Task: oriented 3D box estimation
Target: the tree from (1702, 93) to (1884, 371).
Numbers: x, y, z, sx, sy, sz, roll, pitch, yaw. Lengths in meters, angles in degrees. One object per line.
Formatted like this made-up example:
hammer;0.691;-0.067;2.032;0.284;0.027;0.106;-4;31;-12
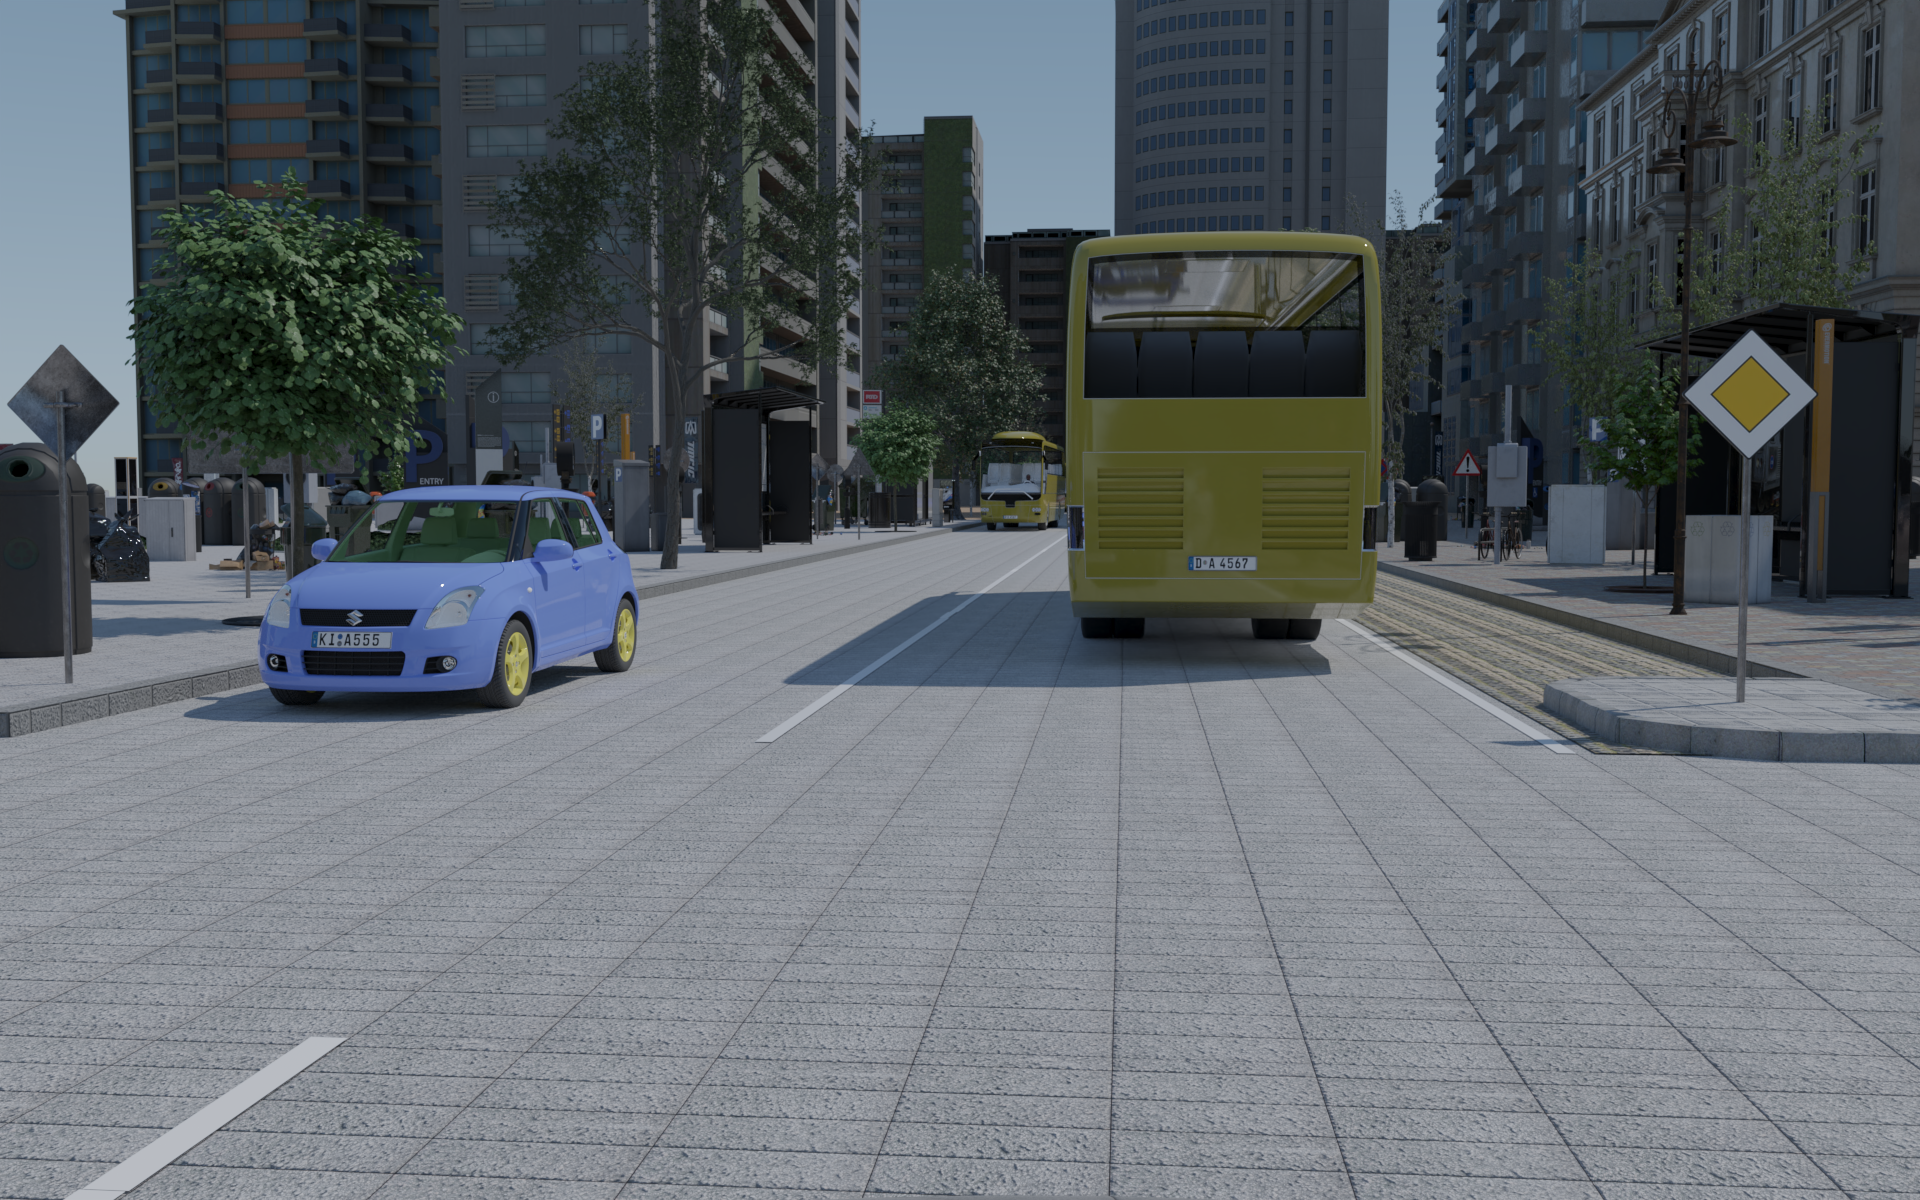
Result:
tree;15.257;-5.035;32.687;4.737;8.622;4.395;0;3;0

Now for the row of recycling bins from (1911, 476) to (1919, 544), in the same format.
row of recycling bins;21.954;-2.062;40.822;3.534;1.692;1.069;3;4;38

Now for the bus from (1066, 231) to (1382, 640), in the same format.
bus;2.614;-1.737;19.954;2.896;3.916;12.252;0;4;5

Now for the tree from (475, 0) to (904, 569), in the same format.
tree;-4.654;-5.798;29.218;7.601;10.594;8.767;1;4;14

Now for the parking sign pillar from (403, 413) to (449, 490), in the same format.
parking sign pillar;-16.227;-3.924;52.637;1.447;3.967;1.447;-1;4;-16

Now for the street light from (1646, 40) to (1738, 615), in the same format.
street light;7.656;-2.783;18.284;0.468;5.910;1.993;0;4;5

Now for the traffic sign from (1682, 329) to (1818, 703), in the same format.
traffic sign;4.808;-0.426;10.612;0.795;2.450;0.064;0;4;5

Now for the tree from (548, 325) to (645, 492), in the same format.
tree;-15.936;-7.618;74.913;4.360;8.622;3.978;0;3;0

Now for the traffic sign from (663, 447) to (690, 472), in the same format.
traffic sign;-7.569;-2.817;46.159;0.768;2.556;0.104;1;4;13

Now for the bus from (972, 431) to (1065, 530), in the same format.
bus;2.670;-4.890;71.504;2.896;3.916;12.252;0;4;7

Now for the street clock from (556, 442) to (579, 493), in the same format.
street clock;-5.465;-1.192;24.055;0.358;2.002;0.471;-1;4;-9

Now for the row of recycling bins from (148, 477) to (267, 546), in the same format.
row of recycling bins;-18.982;-2.237;43.695;3.534;1.692;1.069;1;4;21

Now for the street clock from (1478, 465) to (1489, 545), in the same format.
street clock;13.074;-2.359;43.139;0.358;2.002;0.471;1;4;11

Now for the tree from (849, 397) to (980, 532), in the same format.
tree;-2.114;-4.583;58.647;4.285;4.588;4.351;0;3;0

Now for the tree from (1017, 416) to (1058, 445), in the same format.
tree;6.683;-12.456;154.025;4.360;8.622;3.978;0;3;0

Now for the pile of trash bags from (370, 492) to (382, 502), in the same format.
pile of trash bags;-23.201;-3.875;73.115;3.447;1.369;1.912;-2;4;-24

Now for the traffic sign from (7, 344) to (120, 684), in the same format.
traffic sign;-6.034;-0.491;11.673;0.795;2.450;0.064;0;4;5

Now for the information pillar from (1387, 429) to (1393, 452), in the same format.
information pillar;15.071;-4.246;60.777;0.183;3.616;0.504;0;3;0

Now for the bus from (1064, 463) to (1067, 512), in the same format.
bus;9.191;-8.947;137.828;2.896;3.916;12.252;0;4;5

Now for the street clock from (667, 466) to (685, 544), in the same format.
street clock;-7.236;-2.421;44.147;0.358;2.002;0.471;-3;5;-43

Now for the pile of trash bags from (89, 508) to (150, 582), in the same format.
pile of trash bags;-13.667;-0.932;24.990;3.447;1.369;1.912;-3;4;-38

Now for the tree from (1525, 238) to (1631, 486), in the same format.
tree;18.747;-6.141;50.762;4.737;8.622;4.395;0;3;0

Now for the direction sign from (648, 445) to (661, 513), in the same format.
direction sign;-14.090;-5.380;79.966;0.876;3.537;0.379;3;5;43

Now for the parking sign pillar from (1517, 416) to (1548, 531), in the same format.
parking sign pillar;19.852;-4.395;60.333;1.447;3.967;1.447;3;5;43

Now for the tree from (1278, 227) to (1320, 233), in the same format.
tree;14.112;-9.520;73.783;7.486;12.596;7.792;0;3;0

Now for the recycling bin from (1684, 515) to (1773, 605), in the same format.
recycling bin;9.061;-0.482;20.428;0.722;1.027;0.722;-3;4;-36

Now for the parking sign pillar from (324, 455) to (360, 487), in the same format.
parking sign pillar;-24.224;-4.855;67.856;1.447;3.967;1.447;-2;4;-27

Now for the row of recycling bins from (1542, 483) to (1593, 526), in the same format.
row of recycling bins;22.174;-3.522;64.694;3.534;1.692;1.069;0;4;-8

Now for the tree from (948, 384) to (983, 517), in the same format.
tree;0.874;-9.057;98.442;4.360;8.622;3.978;0;3;0

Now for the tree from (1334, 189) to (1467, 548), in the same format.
tree;10.080;-5.554;41.169;4.360;8.622;3.978;0;3;0

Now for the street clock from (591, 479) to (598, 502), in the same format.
street clock;-17.191;-4.706;81.507;0.471;2.002;0.358;-1;4;-16

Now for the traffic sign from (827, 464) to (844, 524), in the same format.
traffic sign;-5.323;-4.518;73.972;0.768;2.556;0.104;0;4;7

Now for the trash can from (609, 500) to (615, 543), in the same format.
trash can;-8.013;-1.823;41.458;0.748;1.137;0.748;0;3;0

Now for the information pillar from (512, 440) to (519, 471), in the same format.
information pillar;-19.425;-5.163;75.775;0.183;3.616;0.504;1;4;10

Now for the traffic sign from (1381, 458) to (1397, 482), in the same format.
traffic sign;14.909;-3.690;60.437;0.768;2.556;0.104;1;4;11

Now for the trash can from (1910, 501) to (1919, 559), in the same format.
trash can;18.724;-1.387;34.332;0.748;1.137;0.748;0;3;0

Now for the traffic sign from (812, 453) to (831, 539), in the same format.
traffic sign;-4.045;-2.932;49.119;0.795;2.450;0.064;1;4;14

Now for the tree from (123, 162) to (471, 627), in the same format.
tree;-6.625;-2.050;17.239;4.285;4.588;4.351;0;3;0

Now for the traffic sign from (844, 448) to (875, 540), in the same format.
traffic sign;-2.834;-2.971;48.575;0.884;2.594;0.081;1;4;12

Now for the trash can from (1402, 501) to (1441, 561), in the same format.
trash can;8.835;-1.318;33.202;0.748;1.137;0.748;0;3;0

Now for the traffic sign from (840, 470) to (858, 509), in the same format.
traffic sign;-4.478;-4.222;70.209;0.795;2.450;0.064;1;4;9

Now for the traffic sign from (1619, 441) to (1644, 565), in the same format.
traffic sign;12.204;-1.786;31.339;0.606;2.300;0.079;1;4;12

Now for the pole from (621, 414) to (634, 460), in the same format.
pole;-8.502;-3.073;44.079;0.158;3.312;0.155;0;3;0

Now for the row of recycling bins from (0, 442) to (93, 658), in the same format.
row of recycling bins;-8.760;-0.427;14.088;3.534;1.692;1.069;0;4;7

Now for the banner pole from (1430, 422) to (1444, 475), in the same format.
banner pole;16.639;-4.318;60.617;0.863;3.779;0.401;-3;4;-36

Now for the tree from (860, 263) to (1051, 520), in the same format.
tree;-0.143;-10.348;86.193;9.611;12.733;9.660;0;3;0

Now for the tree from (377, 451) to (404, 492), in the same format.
tree;-25.045;-5.021;76.692;1.663;3.219;1.824;0;3;0

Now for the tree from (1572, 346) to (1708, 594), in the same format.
tree;8.890;-1.721;22.741;1.663;3.219;1.824;0;3;0

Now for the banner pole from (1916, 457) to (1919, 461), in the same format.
banner pole;9.132;-1.575;15.776;0.863;3.779;0.401;0;4;-3

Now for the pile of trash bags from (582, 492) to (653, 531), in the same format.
pile of trash bags;-13.022;-3.384;65.080;3.447;1.369;1.912;3;4;36

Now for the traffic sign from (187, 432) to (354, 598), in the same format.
traffic sign;-8.462;-1.671;21.194;2.265;3.308;0.079;1;4;12

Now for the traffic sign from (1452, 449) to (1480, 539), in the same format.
traffic sign;14.603;-3.050;49.869;0.884;2.594;0.081;0;4;7

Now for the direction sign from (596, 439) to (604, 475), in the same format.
direction sign;-14.819;-4.854;71.353;0.379;3.537;0.876;0;4;5

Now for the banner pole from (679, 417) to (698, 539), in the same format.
banner pole;-7.828;-3.644;49.599;0.863;3.779;0.401;2;4;25

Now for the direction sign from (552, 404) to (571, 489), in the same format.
direction sign;-10.118;-3.185;44.073;0.379;3.537;0.876;1;4;16

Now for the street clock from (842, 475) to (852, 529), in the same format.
street clock;-4.157;-3.618;63.719;0.358;2.002;0.471;-1;4;-16

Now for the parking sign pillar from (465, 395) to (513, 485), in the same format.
parking sign pillar;-12.901;-3.612;47.535;1.447;3.967;1.447;2;4;33

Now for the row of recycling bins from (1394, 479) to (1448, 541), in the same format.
row of recycling bins;11.636;-2.489;47.809;3.534;1.692;1.069;1;4;13

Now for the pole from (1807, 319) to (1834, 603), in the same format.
pole;10.106;-1.620;20.335;0.158;3.312;0.155;0;3;0
